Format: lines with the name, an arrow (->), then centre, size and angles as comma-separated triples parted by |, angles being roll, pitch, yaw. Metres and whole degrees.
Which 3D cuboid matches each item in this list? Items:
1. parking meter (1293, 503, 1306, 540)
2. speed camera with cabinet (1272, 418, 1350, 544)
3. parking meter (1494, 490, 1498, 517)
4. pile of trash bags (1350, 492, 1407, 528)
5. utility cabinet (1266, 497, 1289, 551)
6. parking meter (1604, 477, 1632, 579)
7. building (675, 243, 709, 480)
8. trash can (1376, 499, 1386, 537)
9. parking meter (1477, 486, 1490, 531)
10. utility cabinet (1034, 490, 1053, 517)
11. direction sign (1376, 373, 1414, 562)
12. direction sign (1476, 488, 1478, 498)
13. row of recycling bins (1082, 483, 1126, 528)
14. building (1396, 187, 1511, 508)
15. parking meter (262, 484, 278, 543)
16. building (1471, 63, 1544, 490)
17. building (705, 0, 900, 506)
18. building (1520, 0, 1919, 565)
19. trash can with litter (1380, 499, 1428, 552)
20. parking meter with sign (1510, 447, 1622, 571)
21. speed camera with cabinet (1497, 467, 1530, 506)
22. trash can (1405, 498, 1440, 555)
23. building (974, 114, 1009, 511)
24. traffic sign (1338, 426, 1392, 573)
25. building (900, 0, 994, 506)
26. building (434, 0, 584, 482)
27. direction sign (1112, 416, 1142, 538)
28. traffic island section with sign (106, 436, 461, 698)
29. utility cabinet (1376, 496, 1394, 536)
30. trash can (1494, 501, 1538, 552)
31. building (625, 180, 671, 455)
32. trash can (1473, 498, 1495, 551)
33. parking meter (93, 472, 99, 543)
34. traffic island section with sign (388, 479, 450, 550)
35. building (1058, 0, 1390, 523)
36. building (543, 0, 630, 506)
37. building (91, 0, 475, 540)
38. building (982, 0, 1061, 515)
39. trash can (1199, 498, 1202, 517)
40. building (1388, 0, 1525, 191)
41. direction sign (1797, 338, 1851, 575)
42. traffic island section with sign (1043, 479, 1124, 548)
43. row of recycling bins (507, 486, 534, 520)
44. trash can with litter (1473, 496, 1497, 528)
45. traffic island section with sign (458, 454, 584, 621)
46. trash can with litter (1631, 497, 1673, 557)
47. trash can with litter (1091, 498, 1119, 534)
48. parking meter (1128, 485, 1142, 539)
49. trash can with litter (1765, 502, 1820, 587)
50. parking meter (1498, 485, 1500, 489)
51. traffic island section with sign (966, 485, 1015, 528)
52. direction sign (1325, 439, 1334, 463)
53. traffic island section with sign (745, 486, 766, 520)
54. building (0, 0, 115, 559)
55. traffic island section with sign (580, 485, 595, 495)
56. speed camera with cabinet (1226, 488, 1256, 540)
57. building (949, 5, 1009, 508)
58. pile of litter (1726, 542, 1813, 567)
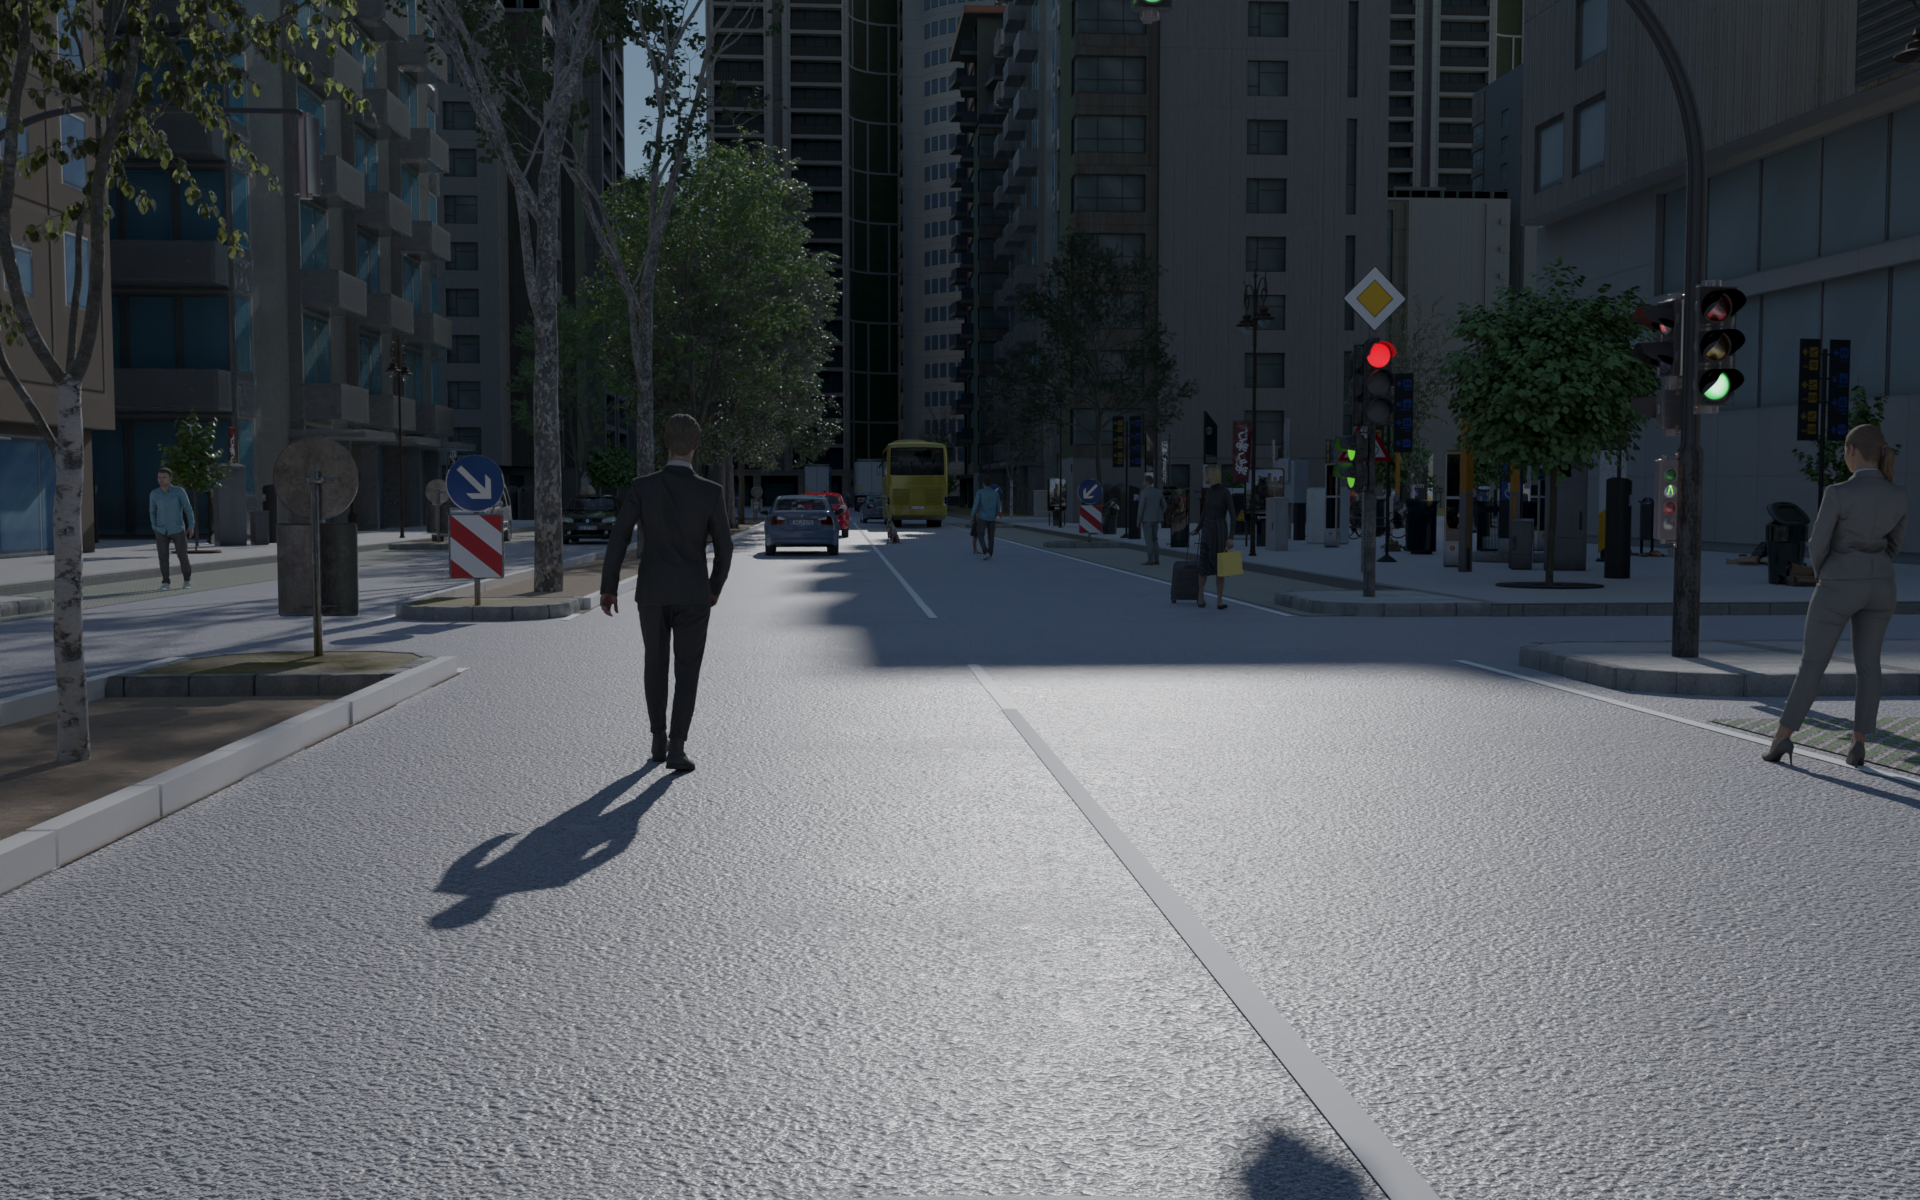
parking meter -> 9.406, -2.584, 47.958 | 0.255, 1.863, 0.399 | 0, 4, -6
speed camera with cabinet -> 9.107, -3.087, 44.803 | 0.660, 3.252, 2.038 | -3, 5, -40
parking meter -> 30.647, -5.532, 98.856 | 0.372, 1.533, 0.369 | 0, 3, 0
pile of trash bags -> 15.670, -3.445, 66.071 | 1.912, 1.369, 3.447 | -1, 4, -20
utility cabinet -> 7.198, -1.726, 39.379 | 0.306, 1.237, 1.020 | 0, 4, -3
parking meter -> 10.016, -1.098, 26.357 | 0.372, 1.533, 0.369 | 0, 3, 0
building -> -34.350, -25.370, 186.507 | 14.107, 30.474, 14.160 | 0, 4, -4
trash can -> 12.453, -2.472, 52.073 | 0.748, 1.137, 0.748 | 0, 3, 0
parking meter -> 15.859, -2.694, 52.455 | 0.372, 1.533, 0.369 | 0, 3, 0
utility cabinet -> 4.693, -5.335, 95.899 | 1.173, 1.500, 0.318 | -1, 4, -16
direction sign -> 8.065, -2.484, 32.618 | 0.876, 3.537, 0.379 | 1, 4, 19
direction sign -> 24.556, -5.518, 82.220 | 0.876, 3.537, 0.379 | 2, 4, 33
row of recycling bins -> 5.633, -3.669, 67.100 | 1.069, 1.692, 3.534 | -1, 4, -18
building -> 43.411, -24.162, 166.757 | 14.107, 30.474, 14.160 | 0, 4, -4
parking meter -> -18.076, -2.262, 45.399 | 0.372, 1.533, 0.369 | 0, 3, 0
building -> 58.450, -29.592, 167.428 | 14.086, 41.232, 14.154 | 0, 4, -4
building -> -16.912, -46.008, 190.475 | 20.611, 71.187, 20.563 | 0, 4, -4
building -> 29.301, -27.213, 34.174 | 27.495, 52.752, 28.713 | 0, 4, -4
trash can with litter -> 9.959, -1.666, 38.627 | 1.055, 1.170, 0.624 | 0, 4, -7
parking meter with sign -> 10.162, -2.004, 29.031 | 1.738, 3.016, 0.543 | 1, 4, 21
speed camera with cabinet -> 17.751, -3.666, 54.278 | 2.038, 3.252, 0.660 | -2, 4, -32
trash can -> 9.832, -1.542, 36.860 | 0.748, 1.137, 0.748 | 0, 3, 0
building -> 7.895, -22.245, 135.406 | 14.160, 30.474, 14.107 | 0, 4, -4
traffic sign -> 6.574, -1.724, 28.199 | 0.884, 2.594, 0.081 | 0, 4, -2
building -> 7.518, -39.764, 192.143 | 28.212, 58.520, 21.231 | 0, 4, -4
building -> -29.922, -20.156, 101.248 | 14.160, 30.474, 14.107 | 0, 4, -4
direction sign -> 4.852, -3.572, 50.394 | 0.876, 3.537, 0.379 | 2, 4, 25
traffic island section with sign -> -5.053, -0.305, 13.116 | 2.006, 1.907, 1.989 | 0, 4, -4
utility cabinet -> 13.086, -2.620, 53.999 | 0.306, 1.237, 1.020 | -1, 4, -23
trash can -> 11.518, -1.471, 35.700 | 0.748, 1.137, 0.748 | 0, 3, 0
building -> -34.859, -23.824, 161.229 | 14.107, 30.474, 14.160 | 0, 4, -4
trash can -> 11.439, -1.567, 37.273 | 0.748, 1.137, 0.748 | 0, 3, 0
parking meter -> -22.681, -2.416, 45.219 | 0.255, 1.863, 0.399 | -1, 4, -15
traffic island section with sign -> -13.652, -2.232, 45.119 | 1.989, 1.847, 2.006 | 0, 4, -4
building -> 11.430, -18.987, 82.140 | 14.160, 30.474, 14.107 | 0, 4, -4
building -> -35.533, -42.841, 138.702 | 20.563, 71.187, 20.611 | 0, 4, -4
building -> -30.794, -26.898, 59.398 | 23.786, 49.044, 30.456 | 0, 4, -4
building -> 14.012, -30.176, 112.994 | 23.786, 49.044, 30.456 | 0, 4, -4
trash can -> 9.238, -3.232, 64.494 | 0.748, 1.137, 0.748 | 0, 3, 0
building -> 52.507, -46.285, 195.005 | 20.611, 71.187, 20.563 | 0, 4, -4
direction sign -> 12.644, -2.044, 25.409 | 0.876, 3.537, 0.379 | -1, 4, -16
traffic island section with sign -> 3.272, -2.313, 46.441 | 1.989, 1.847, 2.006 | 0, 4, -4
row of recycling bins -> -22.588, -4.825, 86.008 | 3.534, 1.692, 1.069 | 2, 4, 27
trash can with litter -> 20.687, -3.338, 65.629 | 2.233, 1.210, 1.678 | 3, 5, 42
traffic island section with sign -> -5.597, -0.756, 20.503 | 2.006, 1.907, 1.989 | 0, 4, -4
trash can with litter -> 14.242, -1.529, 36.055 | 1.678, 1.210, 2.233 | 0, 4, -2
trash can with litter -> 4.518, -2.671, 55.052 | 1.055, 1.170, 0.624 | 0, 4, 1
parking meter -> 4.979, -2.502, 49.322 | 0.372, 1.533, 0.369 | 0, 3, 0
trash can with litter -> 11.790, -0.794, 24.369 | 0.624, 1.170, 1.055 | 0, 4, 0
parking meter -> 30.051, -5.525, 96.044 | 0.399, 1.863, 0.255 | -2, 4, -23
traffic island section with sign -> 1.261, -3.957, 73.321 | 1.989, 1.847, 2.006 | 0, 4, -4
direction sign -> 15.269, -4.871, 71.637 | 0.379, 3.537, 0.876 | 2, 4, 31
traffic island section with sign -> -11.229, -5.339, 95.431 | 2.006, 1.907, 1.989 | 0, 4, -4
building -> -25.055, -23.207, 29.550 | 14.600, 45.320, 14.200 | 0, 4, -4
traffic island section with sign -> -15.768, -3.959, 73.353 | 1.989, 1.847, 2.006 | 0, 4, -4
speed camera with cabinet -> 8.525, -3.343, 48.997 | 2.038, 3.252, 0.660 | 0, 4, 3
building -> 10.479, -30.706, 156.670 | 22.147, 44.769, 28.867 | 0, 4, -4
pile of litter -> 14.553, -1.050, 31.138 | 1.176, 0.858, 1.719 | 0, 4, -4
